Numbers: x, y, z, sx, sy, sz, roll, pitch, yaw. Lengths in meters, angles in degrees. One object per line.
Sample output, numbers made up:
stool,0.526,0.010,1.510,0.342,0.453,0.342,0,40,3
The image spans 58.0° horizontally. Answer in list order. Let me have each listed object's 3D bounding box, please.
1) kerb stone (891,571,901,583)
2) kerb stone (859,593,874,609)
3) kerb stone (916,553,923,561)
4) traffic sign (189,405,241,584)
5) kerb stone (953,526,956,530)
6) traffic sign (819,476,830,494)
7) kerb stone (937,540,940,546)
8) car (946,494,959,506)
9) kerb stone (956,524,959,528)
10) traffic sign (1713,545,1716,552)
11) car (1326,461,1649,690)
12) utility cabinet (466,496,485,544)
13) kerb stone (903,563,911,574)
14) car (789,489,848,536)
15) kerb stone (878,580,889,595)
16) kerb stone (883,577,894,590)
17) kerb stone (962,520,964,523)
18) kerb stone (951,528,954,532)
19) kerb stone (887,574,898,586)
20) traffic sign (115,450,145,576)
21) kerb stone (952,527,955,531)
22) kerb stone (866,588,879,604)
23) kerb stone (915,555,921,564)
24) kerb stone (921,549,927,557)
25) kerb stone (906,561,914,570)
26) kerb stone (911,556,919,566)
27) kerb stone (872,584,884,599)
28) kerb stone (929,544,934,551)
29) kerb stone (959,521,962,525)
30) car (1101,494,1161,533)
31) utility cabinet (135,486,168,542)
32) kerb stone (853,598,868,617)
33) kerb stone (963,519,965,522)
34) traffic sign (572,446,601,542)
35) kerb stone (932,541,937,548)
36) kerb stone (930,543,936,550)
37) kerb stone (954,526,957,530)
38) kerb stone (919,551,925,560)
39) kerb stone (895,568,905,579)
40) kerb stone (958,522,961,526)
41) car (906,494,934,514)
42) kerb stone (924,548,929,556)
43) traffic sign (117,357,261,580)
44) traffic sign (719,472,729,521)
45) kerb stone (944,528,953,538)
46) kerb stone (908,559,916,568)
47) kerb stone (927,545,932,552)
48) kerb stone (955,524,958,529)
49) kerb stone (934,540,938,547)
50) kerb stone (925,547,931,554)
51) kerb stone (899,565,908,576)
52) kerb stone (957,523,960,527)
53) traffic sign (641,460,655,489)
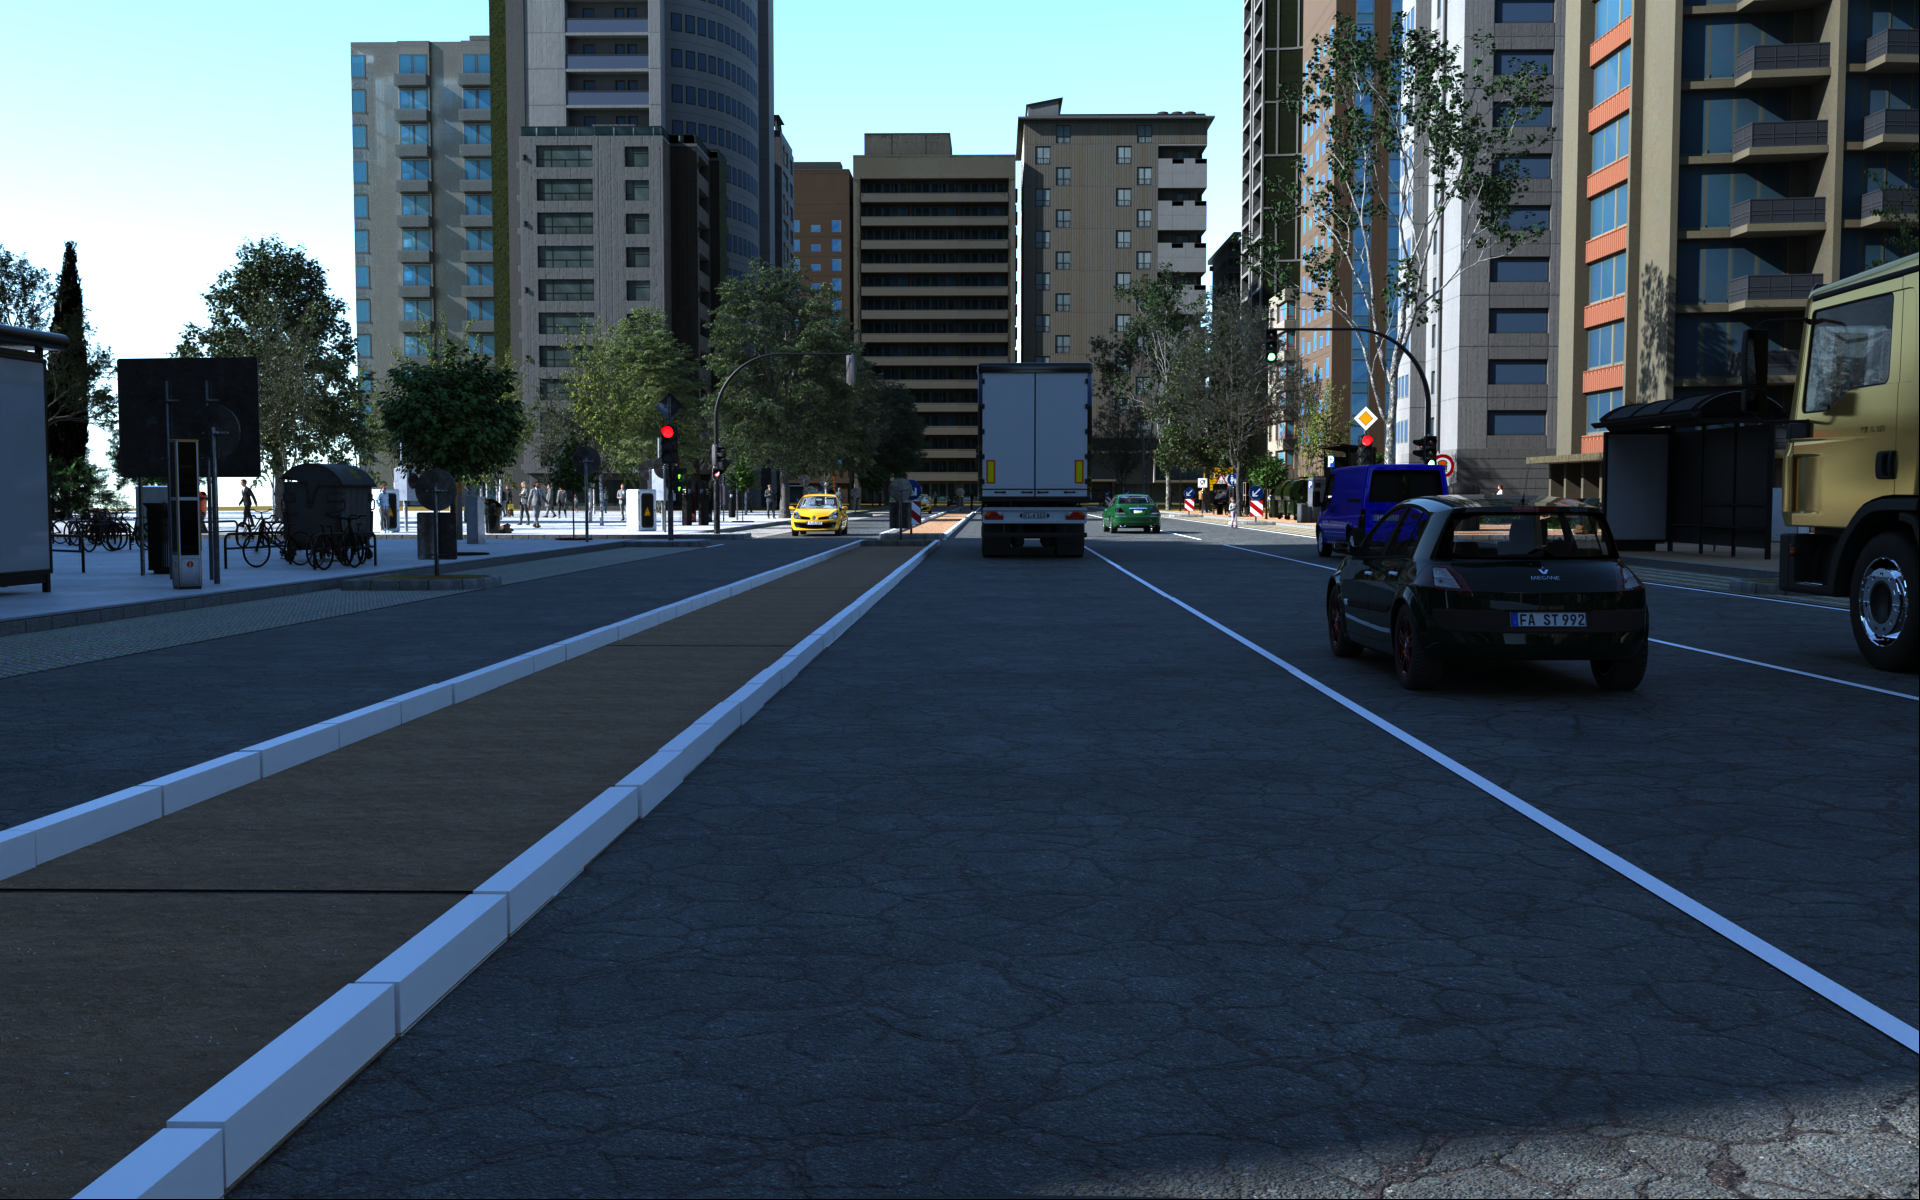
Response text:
kerb stone,-1.060,-0.329,27.596,0.120,0.150,1.000,0,4,1
kerb stone,-1.193,0.046,21.451,0.120,0.150,1.000,0,4,1
kerb stone,-0.894,-0.832,35.807,0.120,0.150,1.000,0,4,1
traffic sign,-10.637,-1.505,24.721,0.768,2.556,0.104,0,4,6
kerb stone,-0.319,-2.555,64.043,0.120,0.150,1.000,0,4,1
traffic sign,-9.327,-7.293,119.350,0.768,2.556,0.104,0,4,8
kerb stone,-0.686,-1.459,46.055,0.120,0.150,1.000,0,4,1
car,-0.631,-11.997,205.942,2.009,1.686,4.222,0,4,2
kerb stone,-0.226,-2.806,68.136,0.120,0.150,1.000,0,4,1
traffic sign,16.773,-2.350,38.418,0.884,2.594,0.081,1,4,8
car,4.129,-0.261,14.052,2.009,1.686,4.222,0,4,1
utility cabinet,-12.587,-2.069,44.991,0.306,1.237,1.020,0,4,-5
kerb stone,-1.002,-0.518,30.670,0.120,0.150,1.000,0,4,1
car,-4.875,-3.062,60.288,2.015,1.641,3.980,0,4,1
kerb stone,-1.128,-0.142,24.516,0.120,0.150,1.000,0,4,1
kerb stone,-1.105,-0.204,25.541,0.120,0.150,1.000,0,4,1
kerb stone,-0.005,-3.493,79.402,0.120,0.150,1.000,0,4,1
kerb stone,-0.380,-2.371,60.968,0.120,0.150,1.000,0,4,1
kerb stone,-1.083,-0.268,26.575,0.120,0.150,1.000,0,4,1
traffic sign,-12.879,-1.665,27.224,0.884,2.594,0.081,1,4,10
kerb stone,-0.349,-2.433,61.996,0.120,0.150,1.000,0,4,1
kerb stone,-1.172,-0.017,22.473,0.120,0.150,1.000,0,4,1
kerb stone,-0.911,-0.770,34.784,0.120,0.150,1.000,0,4,1
kerb stone,-0.848,-0.958,37.855,0.120,0.150,1.000,0,4,1
kerb stone,-0.975,-0.582,31.705,0.120,0.150,1.000,0,4,1
kerb stone,-0.936,-0.706,33.760,0.120,0.150,1.000,0,4,1
kerb stone,-1.151,-0.077,23.494,0.120,0.150,1.000,0,4,1
kerb stone,-0.773,-1.205,41.956,0.120,0.150,1.000,0,4,1
kerb stone,-0.104,-3.185,74.280,0.120,0.150,1.000,0,4,1
car,6.372,-3.226,64.540,2.131,1.459,4.920,0,4,-1
utility cabinet,-21.321,-2.295,46.202,1.173,1.500,0.318,-1,4,-21
kerb stone,-1.208,0.110,20.429,0.120,0.150,1.000,0,4,1
kerb stone,0.044,-3.624,81.446,0.120,0.150,1.000,0,4,1
traffic sign,-9.957,-2.817,46.164,0.768,2.556,0.104,0,4,2
kerb stone,-0.721,-1.334,44.007,0.120,0.150,1.000,0,4,1
kerb stone,-0.740,-1.272,42.985,0.120,0.150,1.000,0,4,1
kerb stone,-0.297,-2.619,65.065,0.120,0.150,1.000,0,4,1
kerb stone,-0.871,-0.895,36.834,0.120,0.150,1.000,0,4,1
kerb stone,-1.045,-0.393,28.618,0.120,0.150,1.000,0,4,1
kerb stone,-0.149,-3.060,72.232,0.120,0.150,1.000,0,4,1
car,-2.925,-7.101,126.327,2.015,1.641,3.980,0,3,0
kerb stone,-0.838,-1.021,38.887,0.120,0.150,1.000,0,4,1
traffic sign,-11.531,-1.959,25.899,2.265,3.308,0.079,1,4,8
traffic sign,-11.113,-4.848,81.387,0.606,2.300,0.079,1,4,11
kerb stone,-0.410,-2.308,59.937,0.120,0.150,1.000,0,4,1
kerb stone,-0.958,-0.641,32.728,0.120,0.150,1.000,0,4,1
kerb stone,-0.797,-1.146,40.935,0.120,0.150,1.000,0,4,1
kerb stone,-0.248,-2.746,67.109,0.120,0.150,1.000,0,4,1
kerb stone,-0.706,-1.397,45.034,0.120,0.150,1.000,0,4,1
kerb stone,-0.808,-1.083,39.909,0.120,0.150,1.000,0,4,1
kerb stone,-1.027,-0.456,29.648,0.120,0.150,1.000,0,4,1
kerb stone,-0.188,-2.935,70.186,0.120,0.150,1.000,0,4,1
traffic sign,-11.580,-3.960,64.848,0.768,2.556,0.104,0,4,5
